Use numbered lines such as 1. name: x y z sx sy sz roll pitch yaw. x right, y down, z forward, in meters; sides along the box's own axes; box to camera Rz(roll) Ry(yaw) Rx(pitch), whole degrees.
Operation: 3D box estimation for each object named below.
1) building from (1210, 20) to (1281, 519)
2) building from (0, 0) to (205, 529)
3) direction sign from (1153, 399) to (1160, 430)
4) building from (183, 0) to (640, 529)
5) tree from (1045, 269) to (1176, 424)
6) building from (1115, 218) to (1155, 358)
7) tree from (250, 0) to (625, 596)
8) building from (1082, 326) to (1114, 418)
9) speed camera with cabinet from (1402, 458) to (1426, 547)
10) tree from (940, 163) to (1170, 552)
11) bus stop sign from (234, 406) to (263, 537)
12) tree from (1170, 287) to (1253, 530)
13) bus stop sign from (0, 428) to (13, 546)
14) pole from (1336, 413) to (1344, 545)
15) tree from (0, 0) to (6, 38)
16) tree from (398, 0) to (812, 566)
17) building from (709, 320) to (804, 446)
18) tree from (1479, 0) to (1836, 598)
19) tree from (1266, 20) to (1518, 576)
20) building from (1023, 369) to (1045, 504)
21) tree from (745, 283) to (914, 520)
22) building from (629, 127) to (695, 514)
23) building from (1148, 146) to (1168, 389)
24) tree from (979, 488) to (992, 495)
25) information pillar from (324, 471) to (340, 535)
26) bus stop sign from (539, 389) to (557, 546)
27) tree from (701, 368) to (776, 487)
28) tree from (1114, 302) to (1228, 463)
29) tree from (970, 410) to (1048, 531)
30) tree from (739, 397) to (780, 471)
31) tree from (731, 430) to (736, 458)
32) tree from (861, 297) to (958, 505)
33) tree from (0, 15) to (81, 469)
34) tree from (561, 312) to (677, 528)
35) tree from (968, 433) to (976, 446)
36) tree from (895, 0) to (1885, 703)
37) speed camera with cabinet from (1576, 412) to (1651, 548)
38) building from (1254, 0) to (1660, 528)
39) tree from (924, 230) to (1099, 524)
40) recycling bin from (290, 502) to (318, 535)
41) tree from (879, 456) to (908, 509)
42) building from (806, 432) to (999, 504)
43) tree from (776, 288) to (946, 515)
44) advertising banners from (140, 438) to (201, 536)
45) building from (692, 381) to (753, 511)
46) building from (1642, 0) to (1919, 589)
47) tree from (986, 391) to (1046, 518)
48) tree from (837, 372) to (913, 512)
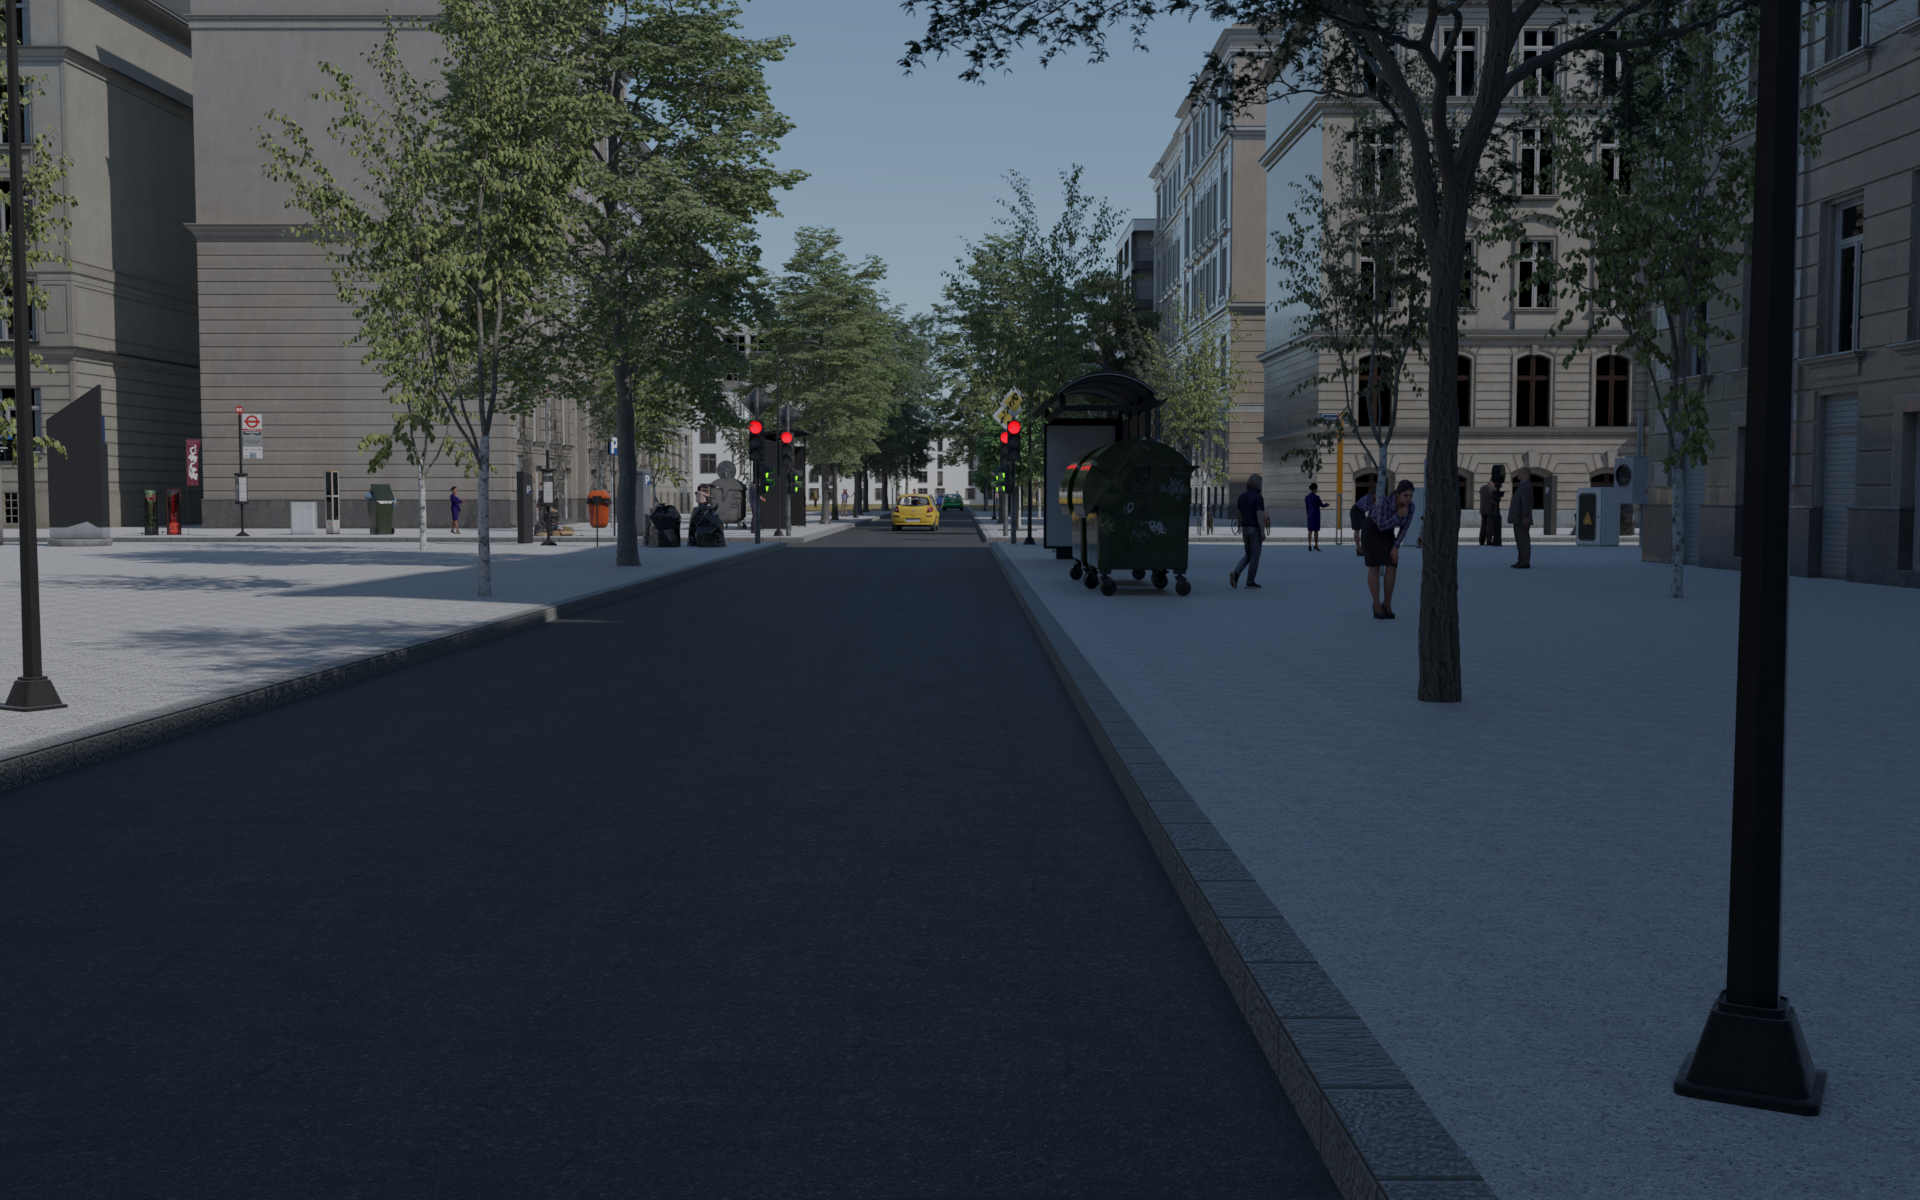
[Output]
1. building: 19.803 -19.018 96.851 13.634 28.700 20.117 0 3 0
2. building: -46.706 -14.502 70.394 30.059 22.955 16.112 0 3 0
3. direction sign: 4.729 -3.047 41.808 0.379 3.537 0.876 0 4 -3
4. building: -22.275 -17.013 75.427 12.463 27.353 25.104 0 3 0
5. tree: 7.266 -9.861 83.289 6.751 12.117 7.091 0 3 0
6. building: 26.722 -18.408 144.938 27.936 21.610 32.646 0 3 0
7. tree: -6.188 -4.358 21.615 4.737 8.622 4.395 0 3 0
8. building: 21.539 -18.995 177.028 16.747 18.905 31.486 0 3 0
9. speed camera with cabinet: 11.620 -2.971 42.910 0.660 3.252 2.038 3 4 36
10. tree: 1.860 -5.360 37.995 4.737 8.622 4.395 0 3 0
11. bus stop sign: -21.599 -3.906 52.572 0.855 3.939 0.416 -3 5 -41
12. tree: 8.424 -6.746 60.665 4.737 8.622 4.395 0 3 0
13. bus stop sign: -24.130 -3.298 42.943 0.837 3.901 0.837 2 4 24
14. pole: 9.589 -3.051 43.731 0.158 3.312 0.155 0 3 0
15. tree: -11.598 -5.668 14.731 6.751 12.117 7.091 0 3 0
16. tree: -6.175 -6.863 30.336 7.486 12.596 7.792 0 3 0
17. building: -33.112 -19.470 184.786 31.486 18.905 16.747 0 3 0
18. tree: 8.632 -4.330 21.163 4.737 8.622 4.395 0 3 0
19. tree: 6.627 -4.695 27.124 4.360 8.622 3.978 0 3 0
20. building: 22.228 -22.329 231.534 31.486 18.905 16.747 0 3 0
21. tree: -6.325 -9.739 84.994 9.928 11.665 9.643 0 3 0
22. building: -25.516 -16.544 103.781 16.112 22.955 30.059 0 3 0
23. building: 20.394 -20.257 117.098 13.634 28.700 20.117 0 3 0
24. tree: 2.703 -12.718 202.547 1.663 3.219 1.824 0 3 0
25. information pillar: -19.950 -3.092 55.044 0.304 2.012 0.304 2 4 24
26. bus stop sign: -10.213 -3.317 42.941 0.416 3.939 0.855 -1 4 -16
27. tree: -12.433 -8.979 97.175 4.360 8.622 3.978 0 3 0
28. tree: 7.731 -7.167 67.538 4.360 8.622 3.978 0 3 0
29. tree: 2.005 -4.723 60.927 4.285 4.588 4.351 0 3 0
30. tree: -13.580 -10.255 118.035 4.737 8.622 4.395 0 3 0
31. tree: -10.748 -6.594 58.170 4.737 8.622 4.395 0 3 0
32. tree: -7.283 -18.852 164.123 12.611 20.169 13.585 0 3 0
33. tree: -12.993 -4.366 21.750 4.737 8.622 4.395 0 3 0
34. tree: -13.615 -7.327 70.151 4.360 8.622 3.978 0 3 0
35. tree: 2.372 -11.725 142.071 4.360 8.622 3.978 0 3 0
36. tree: 2.686 -4.640 10.279 7.601 10.594 8.767 -2 4 -35
37. speed camera with cabinet: 15.915 -2.928 42.214 0.660 3.252 2.038 -1 4 -19
38. building: 30.343 -15.330 69.728 34.723 24.649 14.460 0 3 0
39. tree: 2.251 -9.597 75.041 7.486 12.596 7.792 0 3 0
40. recycling bin: -20.716 -2.577 54.690 0.722 1.027 0.722 -1 4 -14
41. tree: -6.124 -12.390 152.934 4.737 8.622 4.395 0 3 0
42. building: -7.550 -17.449 227.443 28.070 9.664 9.099 0 3 0
43. tree: -6.457 -12.269 107.258 9.857 13.997 8.962 0 3 0
44. advertising banners: -24.582 -3.538 54.030 0.090 3.025 2.074 2 4 33
45. building: -21.054 -12.247 142.387 9.099 9.664 28.070 0 3 0
46. building: 18.605 -13.624 20.021 12.463 27.353 25.104 0 3 0
47. tree: 4.012 -8.678 92.244 4.360 8.622 3.978 0 3 0
48. tree: -6.669 -12.217 121.804 6.751 12.117 7.091 0 3 0
